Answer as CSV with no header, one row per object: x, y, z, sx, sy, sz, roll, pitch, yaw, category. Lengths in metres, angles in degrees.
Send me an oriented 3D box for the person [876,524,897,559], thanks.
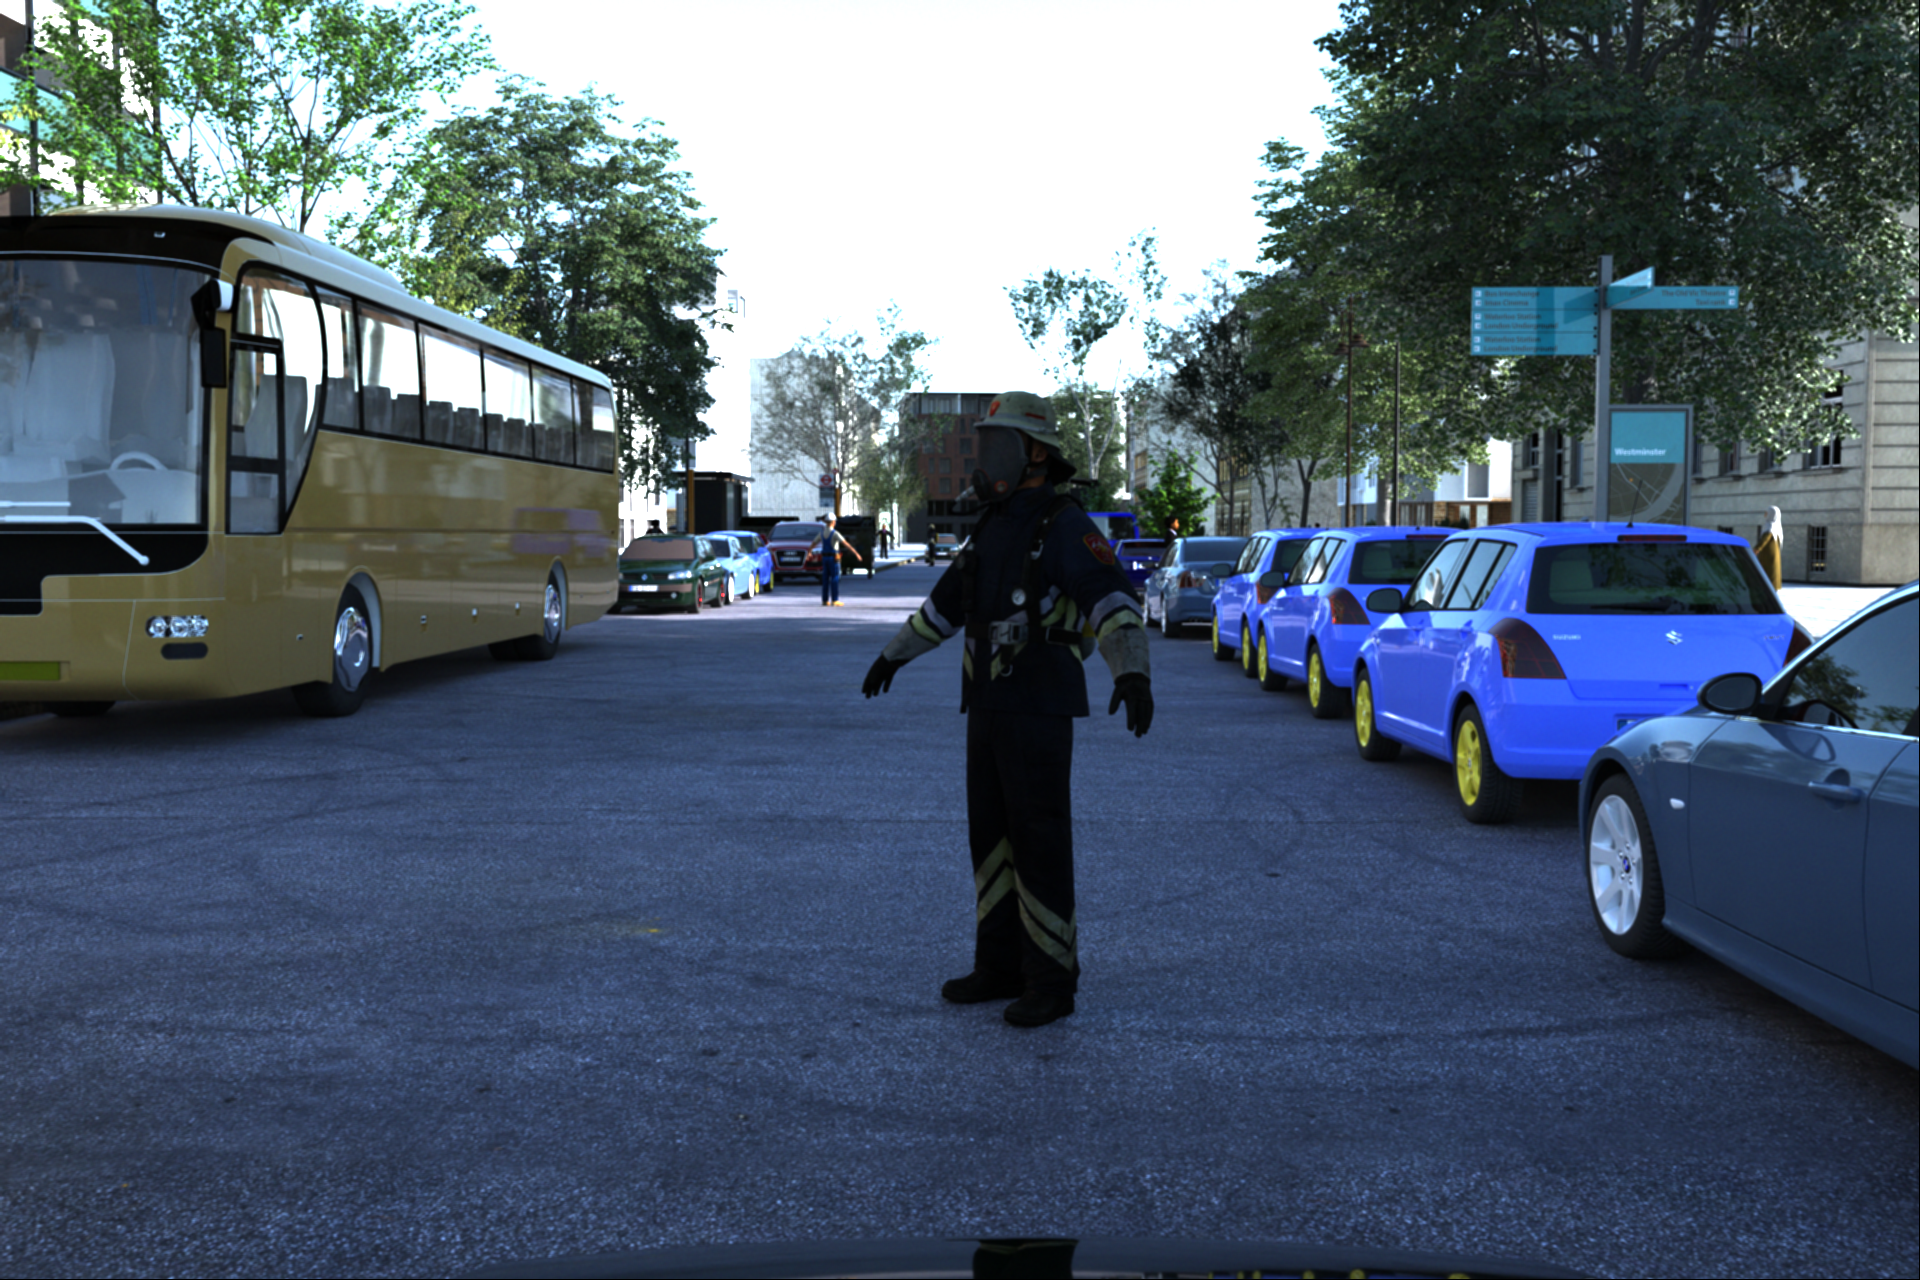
-3.912,-5.085,89.364,1.346,1.802,0.704,-1,4,-15,person

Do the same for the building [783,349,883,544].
-19.702,-23.442,214.198,19.493,23.208,18.063,0,4,1,building

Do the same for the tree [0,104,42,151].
-12.276,-4.171,18.562,4.737,8.622,4.395,0,3,0,tree

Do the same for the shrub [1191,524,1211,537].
8.580,-3.740,65.184,1.661,2.075,1.752,0,3,0,shrub

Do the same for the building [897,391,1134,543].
7.598,-25.228,258.903,32.646,21.610,27.936,0,4,-5,building

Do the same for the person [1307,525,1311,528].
19.979,-5.700,99.326,0.704,1.817,1.347,-1,4,-17,person

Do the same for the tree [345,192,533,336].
-11.294,-5.305,37.096,4.737,8.622,4.395,0,3,0,tree

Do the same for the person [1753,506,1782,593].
13.286,-1.334,28.591,0.721,1.736,1.217,3,4,38,person

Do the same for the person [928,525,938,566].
-1.296,-4.227,77.355,0.705,1.856,1.354,0,4,-1,person

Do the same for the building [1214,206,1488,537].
27.999,-17.615,118.929,19.493,23.208,18.063,0,4,1,building

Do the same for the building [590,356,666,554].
-20.572,-9.366,95.283,9.099,9.664,28.070,0,4,2,building

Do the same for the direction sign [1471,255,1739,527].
6.174,-1.677,16.173,2.525,3.948,1.411,0,4,2,direction sign

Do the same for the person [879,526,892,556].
-4.492,-5.811,100.984,1.349,1.833,0.705,2,4,29,person

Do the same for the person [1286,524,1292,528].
18.522,-5.614,97.560,0.705,1.858,1.354,3,5,40,person

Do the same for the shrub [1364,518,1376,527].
19.537,-4.741,81.933,1.690,2.028,1.600,0,3,0,shrub

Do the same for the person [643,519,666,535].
-11.130,-3.490,63.207,1.345,1.843,0.704,-1,4,-13,person

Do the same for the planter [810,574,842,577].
-5.043,-2.291,58.599,1.991,0.319,1.994,0,4,1,planter

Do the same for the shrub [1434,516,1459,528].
19.365,-3.942,68.868,1.690,2.028,1.600,0,3,0,shrub

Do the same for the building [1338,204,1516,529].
27.272,-14.899,100.013,16.016,20.090,11.380,0,4,2,building

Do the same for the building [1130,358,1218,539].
29.937,-22.472,198.338,19.493,23.208,18.063,0,4,1,building

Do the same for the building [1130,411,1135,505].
31.765,-22.044,226.871,16.747,18.905,31.486,0,4,2,building

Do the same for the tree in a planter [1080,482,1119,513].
4.608,-3.811,59.525,1.991,3.239,1.994,0,4,1,tree in a planter

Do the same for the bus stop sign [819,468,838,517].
-5.283,-4.994,70.353,0.855,3.939,0.416,0,4,2,bus stop sign

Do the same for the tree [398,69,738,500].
-10.764,-8.609,47.411,9.857,13.997,8.962,0,3,0,tree

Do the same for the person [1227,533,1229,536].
14.385,-5.271,92.314,0.704,1.812,1.346,-1,4,-11,person

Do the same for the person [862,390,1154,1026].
0.159,0.187,5.185,0.705,1.856,1.354,-2,4,-35,person

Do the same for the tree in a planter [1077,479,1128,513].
4.550,-3.590,55.913,1.991,3.239,1.994,0,4,1,tree in a planter

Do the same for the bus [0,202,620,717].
-5.891,-1.547,16.835,2.896,3.916,12.252,0,4,1,bus

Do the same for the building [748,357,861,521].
-20.382,-19.740,189.214,16.747,18.905,31.486,0,4,1,building

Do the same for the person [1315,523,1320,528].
17.029,-4.680,82.709,0.705,1.806,1.347,3,4,37,person

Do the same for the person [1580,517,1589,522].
17.666,-2.595,48.885,1.216,1.778,0.721,3,5,43,person

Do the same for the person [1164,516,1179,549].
3.663,-1.230,29.281,0.721,1.740,1.216,0,4,2,person

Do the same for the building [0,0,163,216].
-29.292,-12.973,18.681,21.656,26.213,47.522,0,4,2,building

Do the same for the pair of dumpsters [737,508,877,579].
-4.903,-3.093,55.514,4.436,2.255,1.574,0,4,2,pair of dumpsters

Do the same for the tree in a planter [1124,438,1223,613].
3.952,-2.145,32.294,1.991,3.239,1.994,0,4,1,tree in a planter

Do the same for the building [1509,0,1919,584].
28.986,-13.606,54.487,16.112,23.069,30.059,0,4,1,building

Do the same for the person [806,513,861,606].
-2.570,-1.608,34.605,1.347,1.847,0.705,2,4,33,person

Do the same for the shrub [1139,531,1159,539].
7.942,-3.974,69.017,1.661,2.075,1.752,0,3,0,shrub

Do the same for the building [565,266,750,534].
-21.965,-16.349,123.730,16.016,20.090,11.380,0,4,2,building

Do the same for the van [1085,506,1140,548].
4.241,-2.871,51.330,2.240,2.365,5.245,0,4,2,van
